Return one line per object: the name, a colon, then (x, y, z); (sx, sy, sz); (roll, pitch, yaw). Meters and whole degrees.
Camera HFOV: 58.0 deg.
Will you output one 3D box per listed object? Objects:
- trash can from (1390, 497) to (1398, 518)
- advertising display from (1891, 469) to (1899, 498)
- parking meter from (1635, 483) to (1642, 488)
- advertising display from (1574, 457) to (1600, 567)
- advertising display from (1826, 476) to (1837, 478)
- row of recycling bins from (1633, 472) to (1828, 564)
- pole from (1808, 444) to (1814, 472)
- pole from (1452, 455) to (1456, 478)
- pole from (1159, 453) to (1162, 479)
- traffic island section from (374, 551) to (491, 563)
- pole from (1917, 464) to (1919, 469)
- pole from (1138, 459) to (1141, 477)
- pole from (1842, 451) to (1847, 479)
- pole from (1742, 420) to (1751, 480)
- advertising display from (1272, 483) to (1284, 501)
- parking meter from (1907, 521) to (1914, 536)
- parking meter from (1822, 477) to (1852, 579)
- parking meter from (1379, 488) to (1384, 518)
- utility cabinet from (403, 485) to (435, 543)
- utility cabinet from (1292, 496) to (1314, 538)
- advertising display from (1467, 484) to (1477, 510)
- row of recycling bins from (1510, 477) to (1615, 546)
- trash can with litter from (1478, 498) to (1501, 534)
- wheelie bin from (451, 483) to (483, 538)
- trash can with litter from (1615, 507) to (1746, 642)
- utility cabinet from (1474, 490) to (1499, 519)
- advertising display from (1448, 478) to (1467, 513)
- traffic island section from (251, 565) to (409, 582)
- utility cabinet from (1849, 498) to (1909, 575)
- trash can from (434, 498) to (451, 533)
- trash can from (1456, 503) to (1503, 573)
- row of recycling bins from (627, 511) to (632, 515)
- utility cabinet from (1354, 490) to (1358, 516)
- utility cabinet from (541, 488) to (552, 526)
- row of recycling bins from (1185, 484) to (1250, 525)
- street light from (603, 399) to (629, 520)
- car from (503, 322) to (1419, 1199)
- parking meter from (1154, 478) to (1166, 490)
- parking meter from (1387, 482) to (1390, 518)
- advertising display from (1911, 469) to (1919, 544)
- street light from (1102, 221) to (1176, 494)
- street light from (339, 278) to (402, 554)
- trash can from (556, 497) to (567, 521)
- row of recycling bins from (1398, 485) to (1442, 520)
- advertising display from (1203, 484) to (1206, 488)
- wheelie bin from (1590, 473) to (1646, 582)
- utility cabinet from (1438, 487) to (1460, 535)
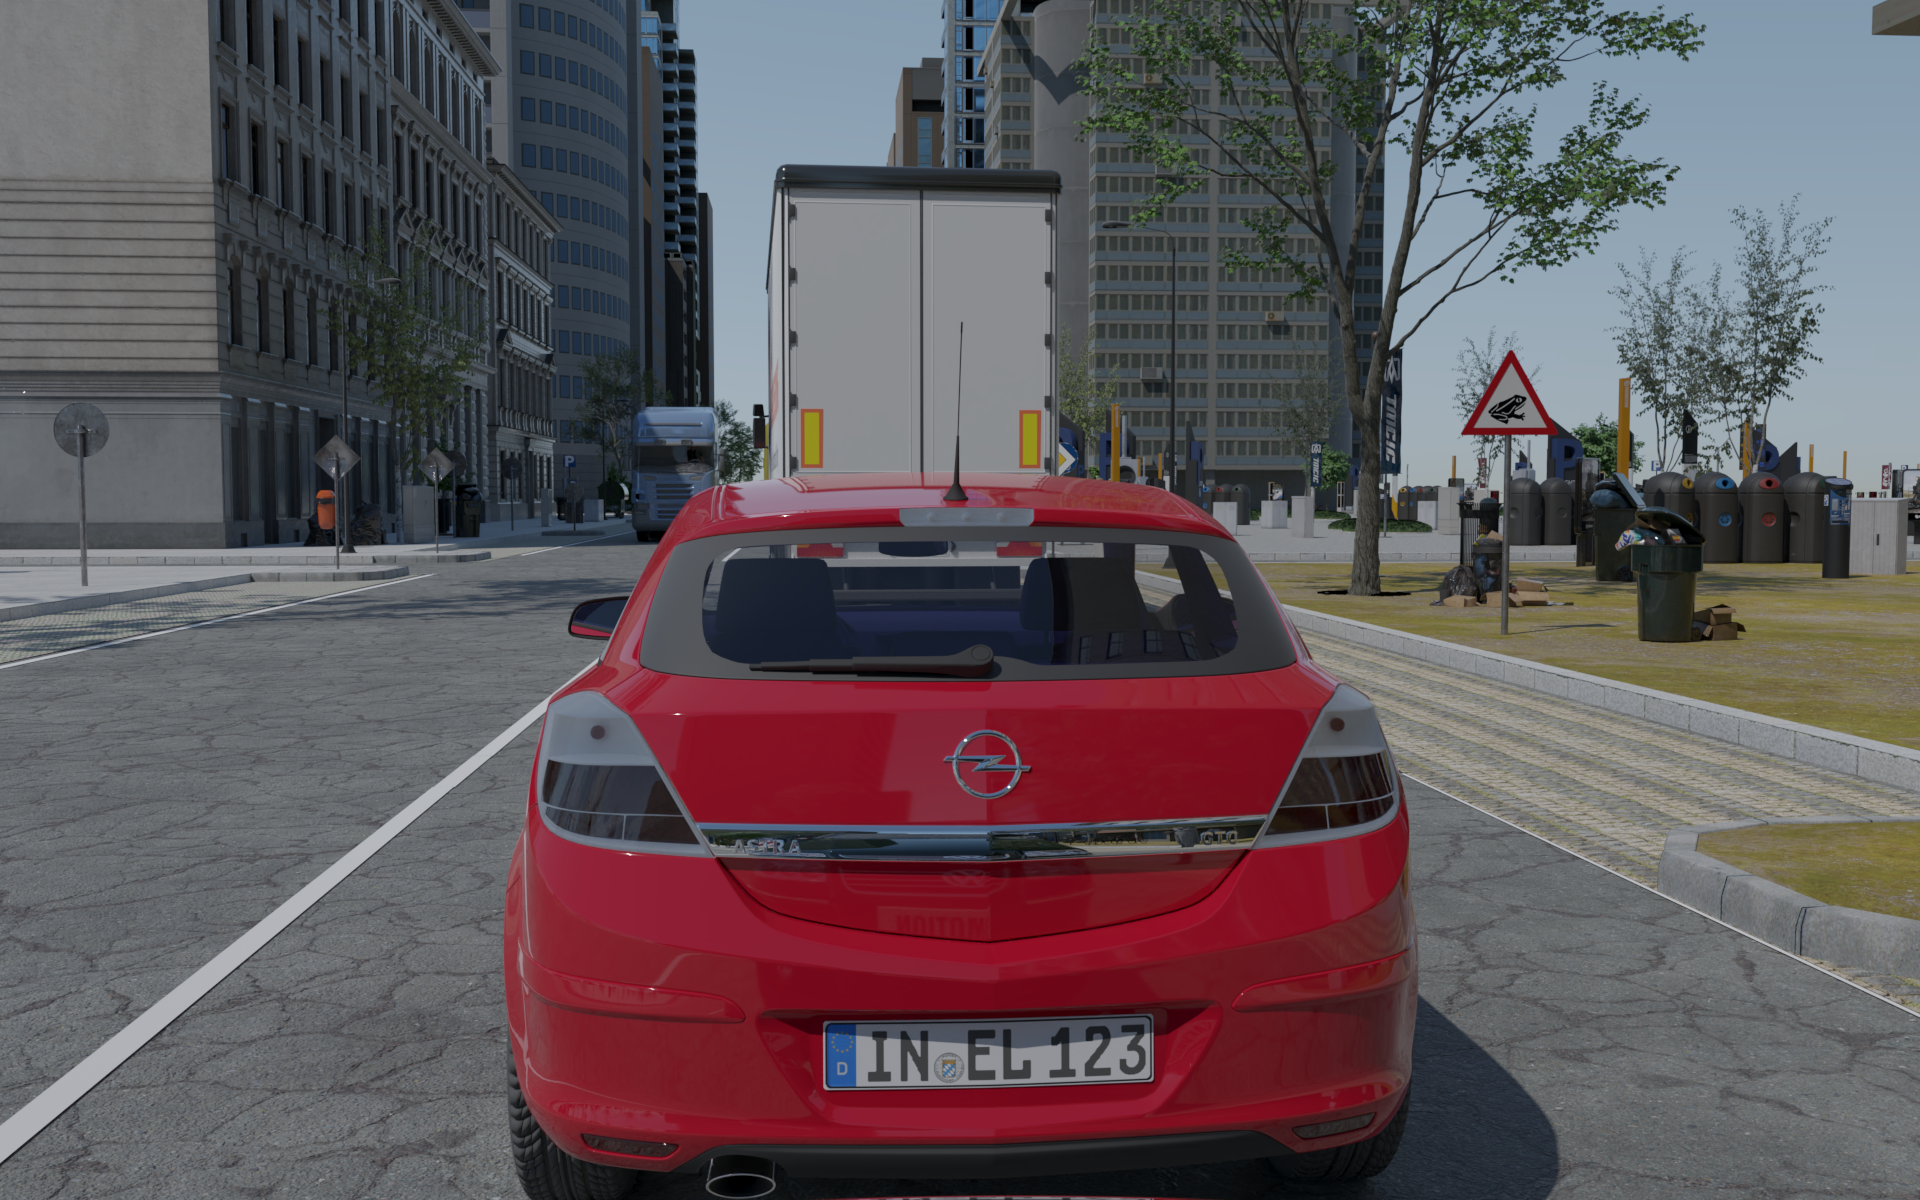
trash can: (22.254, -4.732, 89.025); (0.748, 1.137, 0.748); (0, 3, 0)
advertising display: (24.648, -2.462, 45.466); (0.123, 1.923, 0.974); (3, 5, 43)
parking meter: (37.027, -5.427, 94.440); (0.399, 1.863, 0.255); (2, 4, 26)
advertising display: (11.148, -1.565, 30.799); (0.123, 1.923, 0.974); (3, 4, 38)
advertising display: (30.888, -3.444, 61.522); (0.123, 1.923, 0.974); (0, 4, 7)
row of recycling bins: (14.394, -1.529, 32.115); (3.534, 1.692, 1.069); (0, 4, -6)
pole: (34.846, -4.717, 70.967); (0.158, 3.312, 0.155); (0, 3, 0)
pole: (26.100, -5.977, 91.562); (0.158, 3.312, 0.155); (0, 3, 0)
pole: (10.019, -5.678, 86.681); (0.158, 3.312, 0.155); (0, 3, 0)
traffic island section: (-11.334, -0.930, 37.494); (2.009, 0.180, 2.903); (0, 4, -5)
pole: (64.031, -7.459, 115.799); (0.158, 3.312, 0.155); (0, 3, 0)
pole: (10.346, -6.510, 100.285); (0.158, 3.312, 0.155); (0, 3, 0)
pole: (41.853, -5.391, 81.991); (0.158, 3.312, 0.155); (0, 3, 0)
pole: (21.548, -3.280, 47.467); (0.158, 3.312, 0.155); (0, 3, 0)
advertising display: (19.035, -6.020, 103.643); (0.123, 1.923, 0.974); (-2, 4, -28)
parking meter: (29.020, -2.889, 52.939); (0.399, 1.863, 0.255); (0, 3, 0)
parking meter: (13.339, -1.097, 26.342); (0.372, 1.533, 0.369); (0, 3, 0)
parking meter: (16.346, -3.595, 67.183); (0.372, 1.533, 0.369); (0, 3, 0)
utility cabinet: (-14.070, -2.226, 45.071); (0.318, 1.500, 1.173); (1, 4, 9)
utility cabinet: (10.048, -2.422, 50.756); (0.306, 1.237, 1.020); (-1, 4, -11)
advertising display: (31.163, -6.168, 106.061); (0.974, 1.923, 0.123); (1, 4, 11)
row of recycling bins: (15.299, -2.226, 43.509); (3.534, 1.692, 1.069); (-1, 4, -19)
trash can with litter: (16.846, -2.681, 55.225); (0.624, 1.170, 1.055); (2, 4, 25)
wheelie bin: (-14.572, -2.656, 51.335); (0.693, 1.594, 0.980); (3, 5, 41)
trash can with litter: (6.352, -0.235, 15.225); (1.055, 1.170, 0.624); (-2, 4, -25)
utility cabinet: (27.106, -4.925, 89.207); (1.173, 1.500, 0.318); (2, 4, 33)
advertising display: (19.949, -3.942, 69.663); (0.974, 1.923, 0.123); (-3, 5, -40)
traffic island section: (-10.629, -0.444, 29.540); (2.009, 0.180, 2.903); (0, 4, -5)
utility cabinet: (14.729, -1.028, 27.973); (0.306, 1.237, 1.020); (-2, 4, -29)
trash can: (-17.028, -2.755, 56.695); (0.748, 1.137, 0.748); (0, 3, 0)
trash can: (8.467, -1.014, 28.234); (0.748, 1.137, 0.748); (0, 3, 0)
row of recycling bins: (-20.293, -6.215, 108.728); (1.069, 1.692, 3.534); (-1, 4, -16)
utility cabinet: (23.385, -5.600, 100.244); (1.173, 1.500, 0.318); (-1, 4, -19)
utility cabinet: (-16.331, -3.658, 68.480); (0.318, 1.500, 1.173); (0, 4, -7)
row of recycling bins: (10.815, -4.010, 72.678); (1.069, 1.692, 3.534); (-3, 4, -36)
street light: (-16.933, -6.878, 85.002); (1.470, 5.913, 1.316); (0, 4, -5)
car: (-0.117, 0.245, 5.041); (2.155, 1.783, 4.494); (0, 4, -4)
parking meter: (7.326, -3.532, 63.458); (0.399, 1.863, 0.255); (-2, 4, -26)
parking meter: (21.204, -4.914, 86.049); (0.255, 1.863, 0.399); (2, 4, 25)
advertising display: (24.479, -2.374, 44.025); (0.974, 1.923, 0.123); (2, 4, 33)
street light: (3.111, -3.494, 29.669); (1.470, 5.913, 1.316); (0, 4, -5)
street light: (-12.713, -3.966, 37.385); (1.470, 5.913, 1.316); (0, 4, -5)
trash can: (-19.178, -4.412, 83.787); (0.748, 1.137, 0.748); (0, 3, 0)
row of recycling bins: (22.485, -4.719, 84.271); (1.069, 1.692, 3.534); (-1, 4, -17)
advertising display: (15.198, -6.303, 108.273); (0.123, 1.923, 0.974); (0, 4, -7)
wheelie bin: (9.698, -1.080, 25.574); (0.693, 1.594, 0.980); (2, 4, 32)
utility cabinet: (15.408, -2.807, 54.577); (0.318, 1.500, 1.173); (0, 4, -3)
